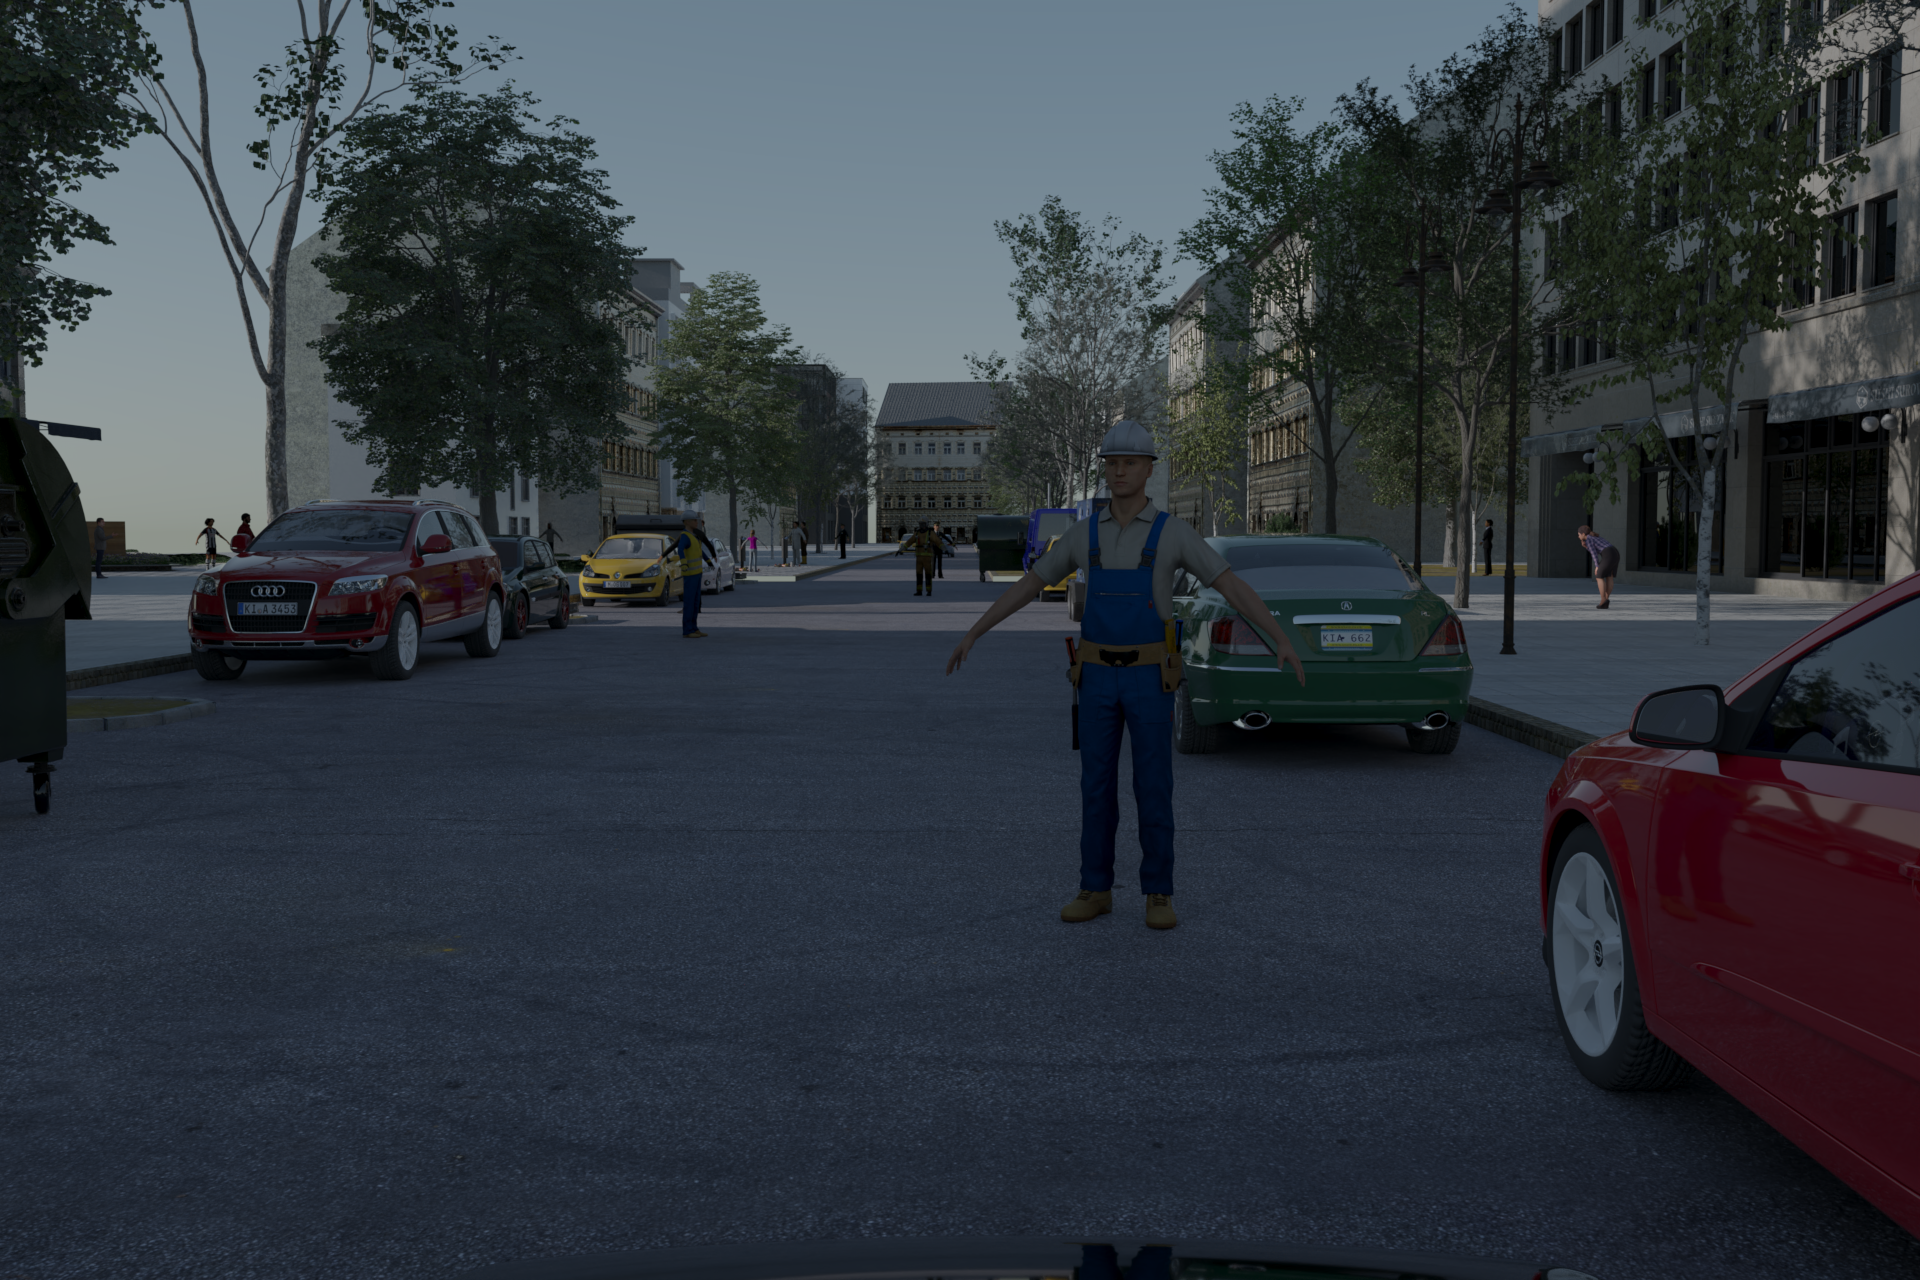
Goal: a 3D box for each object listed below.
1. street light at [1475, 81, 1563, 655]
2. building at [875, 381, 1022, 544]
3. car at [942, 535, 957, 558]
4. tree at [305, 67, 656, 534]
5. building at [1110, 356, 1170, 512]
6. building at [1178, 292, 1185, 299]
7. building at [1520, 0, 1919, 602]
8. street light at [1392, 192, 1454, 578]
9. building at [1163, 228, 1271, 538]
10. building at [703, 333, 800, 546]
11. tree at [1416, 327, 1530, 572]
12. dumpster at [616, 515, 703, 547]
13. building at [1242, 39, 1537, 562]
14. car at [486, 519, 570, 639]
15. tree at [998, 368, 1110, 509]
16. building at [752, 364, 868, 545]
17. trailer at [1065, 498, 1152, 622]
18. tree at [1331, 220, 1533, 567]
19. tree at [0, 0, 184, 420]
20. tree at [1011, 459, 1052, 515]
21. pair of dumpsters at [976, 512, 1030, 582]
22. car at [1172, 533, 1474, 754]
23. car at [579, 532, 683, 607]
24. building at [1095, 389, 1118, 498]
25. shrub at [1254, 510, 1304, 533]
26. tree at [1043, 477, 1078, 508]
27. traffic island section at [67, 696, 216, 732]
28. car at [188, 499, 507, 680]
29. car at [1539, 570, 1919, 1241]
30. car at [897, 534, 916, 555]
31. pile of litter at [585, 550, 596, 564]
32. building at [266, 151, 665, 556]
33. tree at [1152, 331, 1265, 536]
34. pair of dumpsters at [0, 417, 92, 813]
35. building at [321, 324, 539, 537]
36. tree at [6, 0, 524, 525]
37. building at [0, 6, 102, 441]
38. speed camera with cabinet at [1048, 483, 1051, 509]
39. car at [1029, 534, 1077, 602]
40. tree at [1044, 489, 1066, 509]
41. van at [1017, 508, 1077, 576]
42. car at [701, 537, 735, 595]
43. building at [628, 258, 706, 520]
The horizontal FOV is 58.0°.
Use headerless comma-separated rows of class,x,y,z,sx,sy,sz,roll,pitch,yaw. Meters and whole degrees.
street light,5.854,-2.785,18.316,0.468,5.910,1.993,0,4,1
building,-1.281,-25.393,248.561,18.063,23.208,19.493,1,4,10
car,-1.216,-5.810,106.997,2.014,1.417,4.499,0,4,-1
tree,-13.012,-8.596,47.203,9.857,13.997,8.962,0,3,0
building,26.432,-21.908,189.120,19.493,23.208,18.063,0,4,1
building,22.106,-17.115,136.255,16.016,20.090,11.380,0,3,0
building,26.292,-14.057,32.000,24.374,26.755,37.873,0,3,0
street light,6.351,-3.127,23.915,0.468,5.910,1.993,0,4,0
building,23.823,-17.198,112.121,19.493,23.208,18.063,0,4,0
building,-28.033,-21.944,189.709,19.493,23.208,18.063,0,3,0
tree,17.282,-6.574,57.853,4.360,8.622,3.978,0,3,0
dumpster,-6.704,-1.863,38.682,1.865,1.857,1.264,0,3,0
building,25.162,-15.632,86.513,19.493,23.208,18.063,0,4,1
car,-6.813,-0.920,24.826,2.009,1.686,4.222,0,4,0
tree,6.061,-11.195,108.789,9.928,11.665,9.643,0,3,0
building,-26.667,-23.268,224.405,27.936,21.610,32.646,0,3,0
trailer,2.516,-1.361,29.298,1.471,1.999,3.904,0,4,-1
tree,19.037,-9.809,67.032,9.857,13.997,8.962,0,3,0
tree,-13.025,-6.770,17.344,9.857,13.997,8.962,0,3,0
tree,6.324,-12.117,148.473,4.360,8.622,3.978,0,3,0
pair of dumpsters,2.691,-2.863,51.758,4.436,2.255,1.574,0,3,0
car,2.332,-0.056,12.712,2.131,1.459,4.920,0,4,0
car,-6.615,-1.543,35.452,2.015,1.641,3.980,0,4,1
building,22.542,-22.379,222.323,16.016,20.090,11.380,0,4,0
shrub,10.688,-3.287,57.790,1.661,2.075,1.752,0,3,0
tree,14.179,-19.298,249.941,7.601,10.594,8.767,0,4,1
traffic island section,-6.963,0.578,13.415,1.991,0.108,1.994,0,4,0
car,-6.417,-0.610,18.651,2.281,1.827,5.304,0,4,0
car,2.495,0.358,3.195,2.155,1.783,4.494,0,4,1
car,-3.314,-6.670,119.278,2.015,1.641,3.980,0,3,0
pile of litter,-10.153,-2.146,49.058,1.176,0.858,1.719,0,3,0
building,-29.697,-16.939,107.877,19.493,23.208,18.063,0,4,1
tree,8.976,-6.802,61.568,4.737,8.622,4.395,0,3,0
pair of dumpsters,-6.704,-0.203,8.274,4.436,2.255,1.574,0,4,0
building,-24.699,-8.629,83.236,9.099,9.664,28.070,0,4,0
tree,-13.524,-10.776,32.070,12.611,20.169,13.585,0,3,0
building,-31.976,-18.180,43.360,12.429,33.558,17.177,0,4,0
speed camera with cabinet,3.673,-4.444,66.994,0.660,3.252,2.038,0,3,0
car,2.523,-1.690,37.859,2.015,1.641,3.980,0,4,0
tree,13.476,-17.915,243.273,4.360,8.622,3.978,0,3,0
van,2.606,-2.392,43.493,2.240,2.365,5.245,0,4,-1
car,-6.610,-1.834,42.350,2.083,1.381,4.827,0,4,0
building,-24.571,-16.129,120.129,16.016,20.090,11.380,0,4,0
